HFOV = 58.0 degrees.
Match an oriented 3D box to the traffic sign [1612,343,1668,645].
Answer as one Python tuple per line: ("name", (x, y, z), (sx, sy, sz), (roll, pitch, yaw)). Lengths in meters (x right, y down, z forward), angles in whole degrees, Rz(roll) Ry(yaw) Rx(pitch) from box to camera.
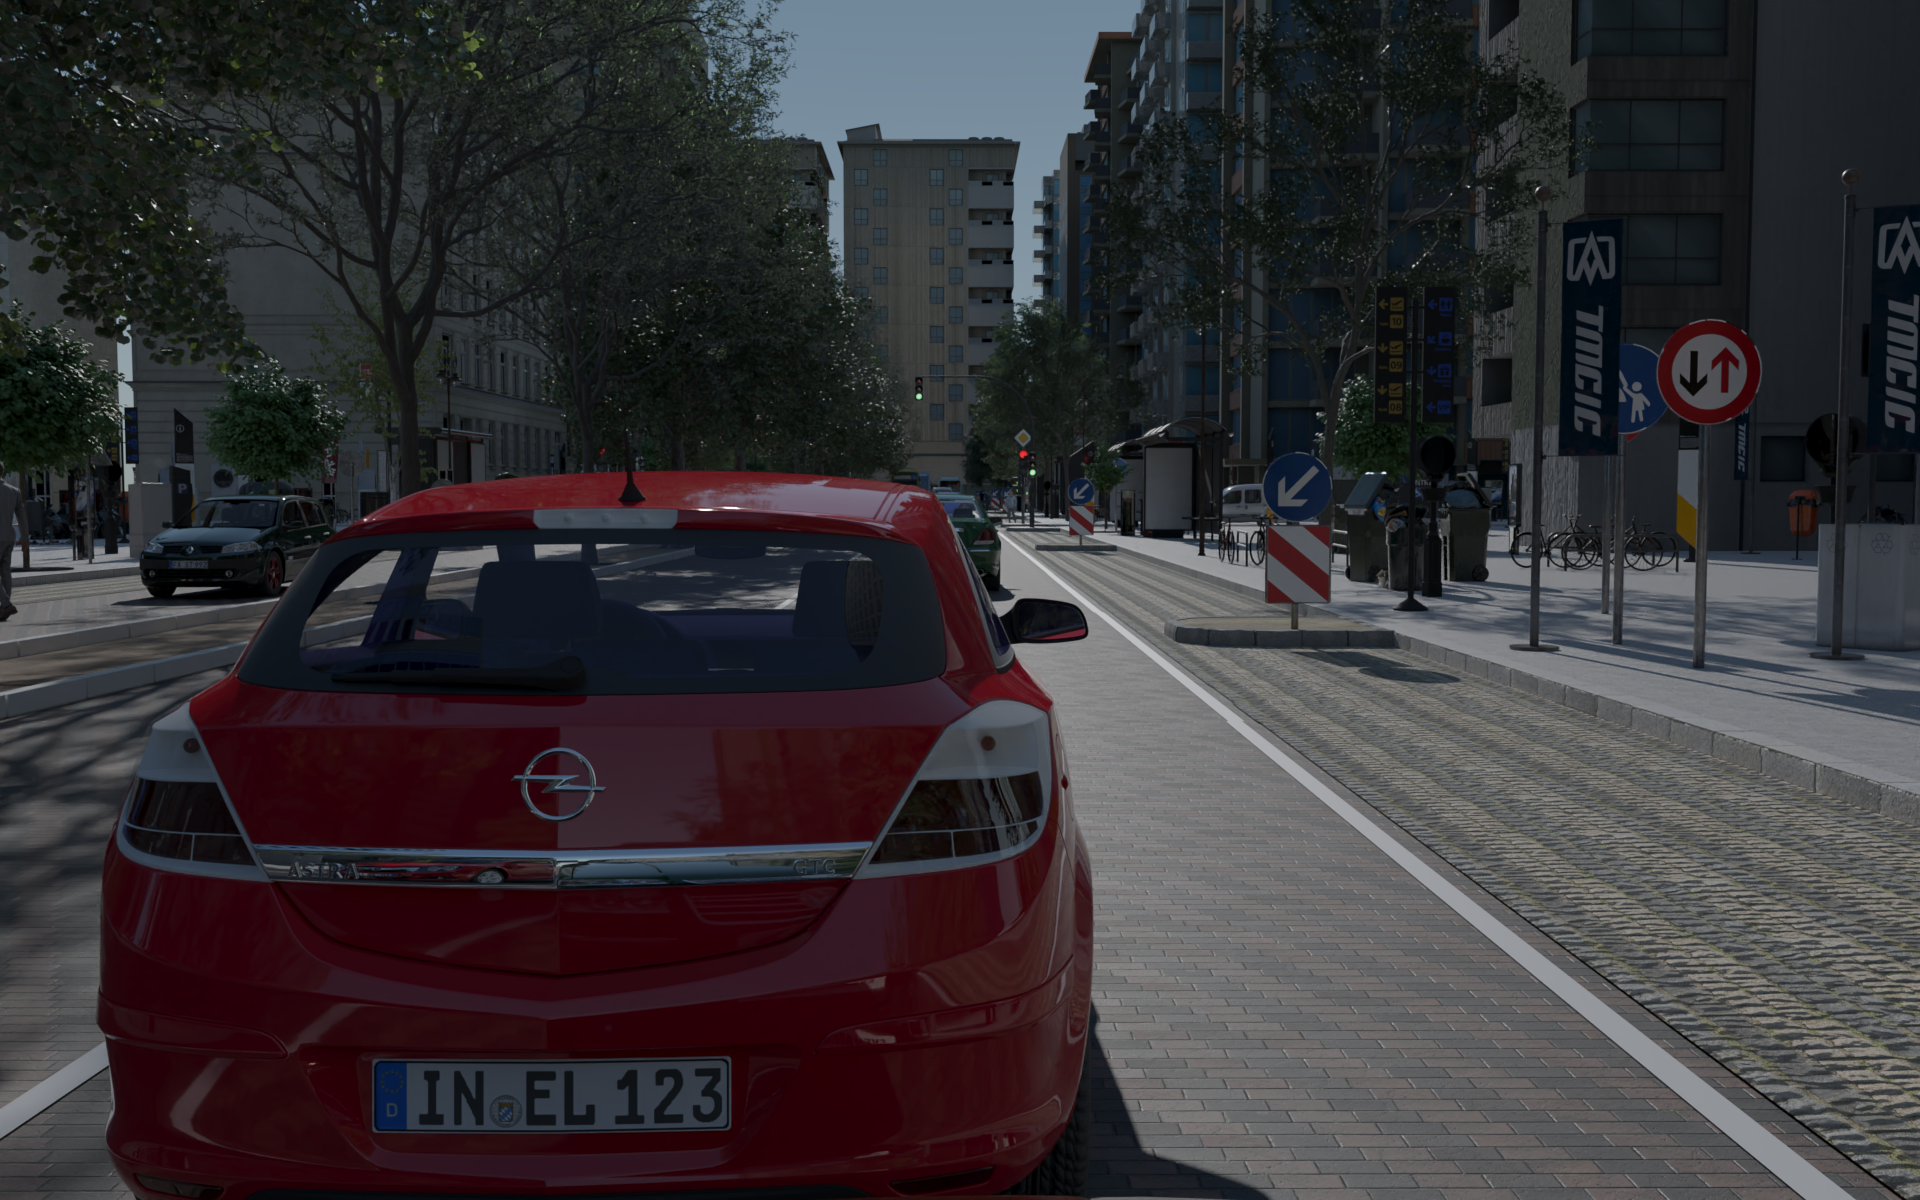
("traffic sign", (5.609, -0.893, 14.701), (0.768, 2.556, 0.104), (1, 4, 9))

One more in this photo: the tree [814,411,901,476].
("tree", (-7.696, -10.232, 104.158), (8.767, 10.594, 7.601), (0, 4, 0))

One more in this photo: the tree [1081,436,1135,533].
("tree", (4.727, -3.850, 57.552), (1.663, 3.219, 1.824), (0, 3, 0))

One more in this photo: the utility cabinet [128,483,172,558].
("utility cabinet", (-16.299, -1.601, 34.862), (0.318, 1.500, 1.173), (0, 4, 2))

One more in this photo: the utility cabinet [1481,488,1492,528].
("utility cabinet", (19.117, -3.393, 64.159), (1.173, 1.500, 0.318), (-1, 4, -22))

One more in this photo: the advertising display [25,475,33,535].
("advertising display", (-29.220, -3.003, 54.319), (0.123, 1.923, 0.974), (-3, 4, -37))

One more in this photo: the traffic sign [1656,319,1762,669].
("traffic sign", (5.448, -0.770, 12.694), (0.768, 2.556, 0.104), (0, 4, 0))

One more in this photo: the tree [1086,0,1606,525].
("tree", (6.054, -5.775, 28.827), (8.767, 10.594, 7.601), (1, 4, 14))

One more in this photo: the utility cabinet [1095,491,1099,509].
("utility cabinet", (9.339, -6.984, 122.872), (1.173, 1.500, 0.318), (-1, 4, -14))

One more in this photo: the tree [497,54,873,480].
("tree", (-7.399, -7.687, 45.147), (9.611, 12.733, 9.660), (0, 3, 0))

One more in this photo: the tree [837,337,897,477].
("tree", (-7.774, -11.309, 113.109), (9.928, 11.665, 9.643), (0, 3, 0))

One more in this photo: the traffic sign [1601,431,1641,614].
("traffic sign", (6.910, -1.123, 18.474), (0.768, 2.556, 0.104), (0, 4, 6))

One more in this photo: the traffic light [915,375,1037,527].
("traffic light", (0.654, -5.613, 66.442), (4.771, 5.953, 1.251), (0, 4, 0))

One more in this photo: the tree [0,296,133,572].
("tree", (-15.760, -2.772, 29.041), (4.285, 4.588, 4.351), (0, 3, 0))

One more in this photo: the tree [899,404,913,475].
("tree", (-7.694, -10.761, 95.403), (9.611, 12.733, 9.660), (0, 3, 0))

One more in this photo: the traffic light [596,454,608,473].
("traffic light", (-13.715, -4.744, 66.489), (0.839, 4.253, 0.868), (0, 4, 0))

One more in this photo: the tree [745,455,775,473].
("tree", (-16.709, -9.633, 141.205), (4.285, 4.588, 4.351), (0, 3, 0))

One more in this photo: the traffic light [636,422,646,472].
("traffic light", (-11.668, -6.107, 74.520), (4.771, 5.953, 1.251), (0, 4, 0))

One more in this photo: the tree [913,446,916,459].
("tree", (-7.976, -12.444, 122.927), (9.611, 12.733, 9.660), (0, 3, 0))

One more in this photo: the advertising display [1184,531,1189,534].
("advertising display", (7.102, -3.086, 55.664), (0.123, 1.923, 0.974), (-2, 4, -27))

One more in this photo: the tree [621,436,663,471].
("tree", (-16.793, -6.729, 93.740), (4.285, 4.588, 4.351), (0, 3, 0))

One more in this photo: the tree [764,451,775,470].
("tree", (-16.546, -14.158, 149.618), (7.486, 12.596, 7.792), (0, 3, 0))

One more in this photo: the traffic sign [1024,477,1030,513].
("traffic sign", (4.727, -7.350, 120.279), (0.768, 2.556, 0.104), (0, 3, 0))

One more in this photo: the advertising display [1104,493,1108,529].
("advertising display", (5.362, -3.564, 63.482), (0.123, 1.923, 0.974), (0, 4, 4))

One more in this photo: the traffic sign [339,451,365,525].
("traffic sign", (-17.930, -3.117, 51.069), (0.768, 2.556, 0.104), (0, 4, 2))

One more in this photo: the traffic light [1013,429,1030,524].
("traffic light", (2.702, -5.239, 74.580), (0.839, 4.253, 0.868), (0, 4, 0))

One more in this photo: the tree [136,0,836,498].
("tree", (-7.411, -7.425, 34.232), (12.009, 13.543, 11.850), (0, 3, 0))

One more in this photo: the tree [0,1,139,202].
("tree", (-7.056, -6.669, 21.872), (12.009, 13.543, 11.850), (0, 3, 0))

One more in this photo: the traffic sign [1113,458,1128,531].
("traffic sign", (5.480, -3.704, 60.673), (0.768, 2.556, 0.104), (0, 4, 5))

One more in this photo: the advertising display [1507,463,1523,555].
("advertising display", (11.759, -1.927, 36.719), (0.123, 1.923, 0.974), (0, 4, 7))

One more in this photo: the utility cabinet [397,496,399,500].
("utility cabinet", (-40.419, -6.939, 124.621), (1.020, 1.237, 0.306), (2, 4, 27))

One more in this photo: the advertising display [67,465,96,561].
("advertising display", (-17.101, -1.745, 33.747), (0.123, 1.923, 0.974), (0, 4, -5))

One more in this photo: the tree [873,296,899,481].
("tree", (-7.036, -8.304, 55.230), (9.611, 12.733, 9.660), (0, 3, 0))

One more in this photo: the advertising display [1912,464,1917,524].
("advertising display", (20.722, -1.924, 36.676), (0.974, 1.923, 0.123), (1, 4, 14))

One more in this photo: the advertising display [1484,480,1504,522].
("advertising display", (24.823, -4.607, 80.544), (0.123, 1.923, 0.974), (-3, 5, -39))

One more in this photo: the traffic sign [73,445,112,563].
("traffic sign", (-16.135, -1.961, 32.065), (0.884, 2.594, 0.081), (0, 4, 1))

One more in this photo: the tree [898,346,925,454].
("tree", (-7.422, -10.159, 78.929), (12.009, 13.543, 11.850), (0, 3, 0))

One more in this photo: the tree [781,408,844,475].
("tree", (-7.679, -8.287, 88.309), (4.360, 8.622, 3.978), (0, 3, 0))

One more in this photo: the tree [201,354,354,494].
("tree", (-16.013, -3.476, 40.551), (4.285, 4.588, 4.351), (0, 3, 0))

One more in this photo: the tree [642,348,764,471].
("tree", (-17.296, -11.885, 112.449), (7.486, 12.596, 7.792), (0, 3, 0))

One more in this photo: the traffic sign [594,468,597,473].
("traffic sign", (-16.360, -4.715, 77.089), (0.884, 2.594, 0.081), (0, 4, 0))

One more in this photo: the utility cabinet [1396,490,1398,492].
("utility cabinet", (20.008, -4.336, 79.574), (1.173, 1.500, 0.318), (2, 4, 33))

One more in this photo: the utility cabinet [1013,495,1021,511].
("utility cabinet", (4.456, -7.427, 132.600), (1.020, 1.237, 0.306), (2, 4, 27))

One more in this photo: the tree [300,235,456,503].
("tree", (-15.914, -5.979, 48.114), (4.737, 8.622, 4.395), (0, 3, 0))

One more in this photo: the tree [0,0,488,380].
("tree", (-6.993, -6.178, 10.126), (9.857, 13.997, 8.962), (0, 3, 0))

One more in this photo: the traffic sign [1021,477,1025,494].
("traffic sign", (4.611, -7.622, 124.729), (0.768, 2.556, 0.104), (0, 4, 3))
